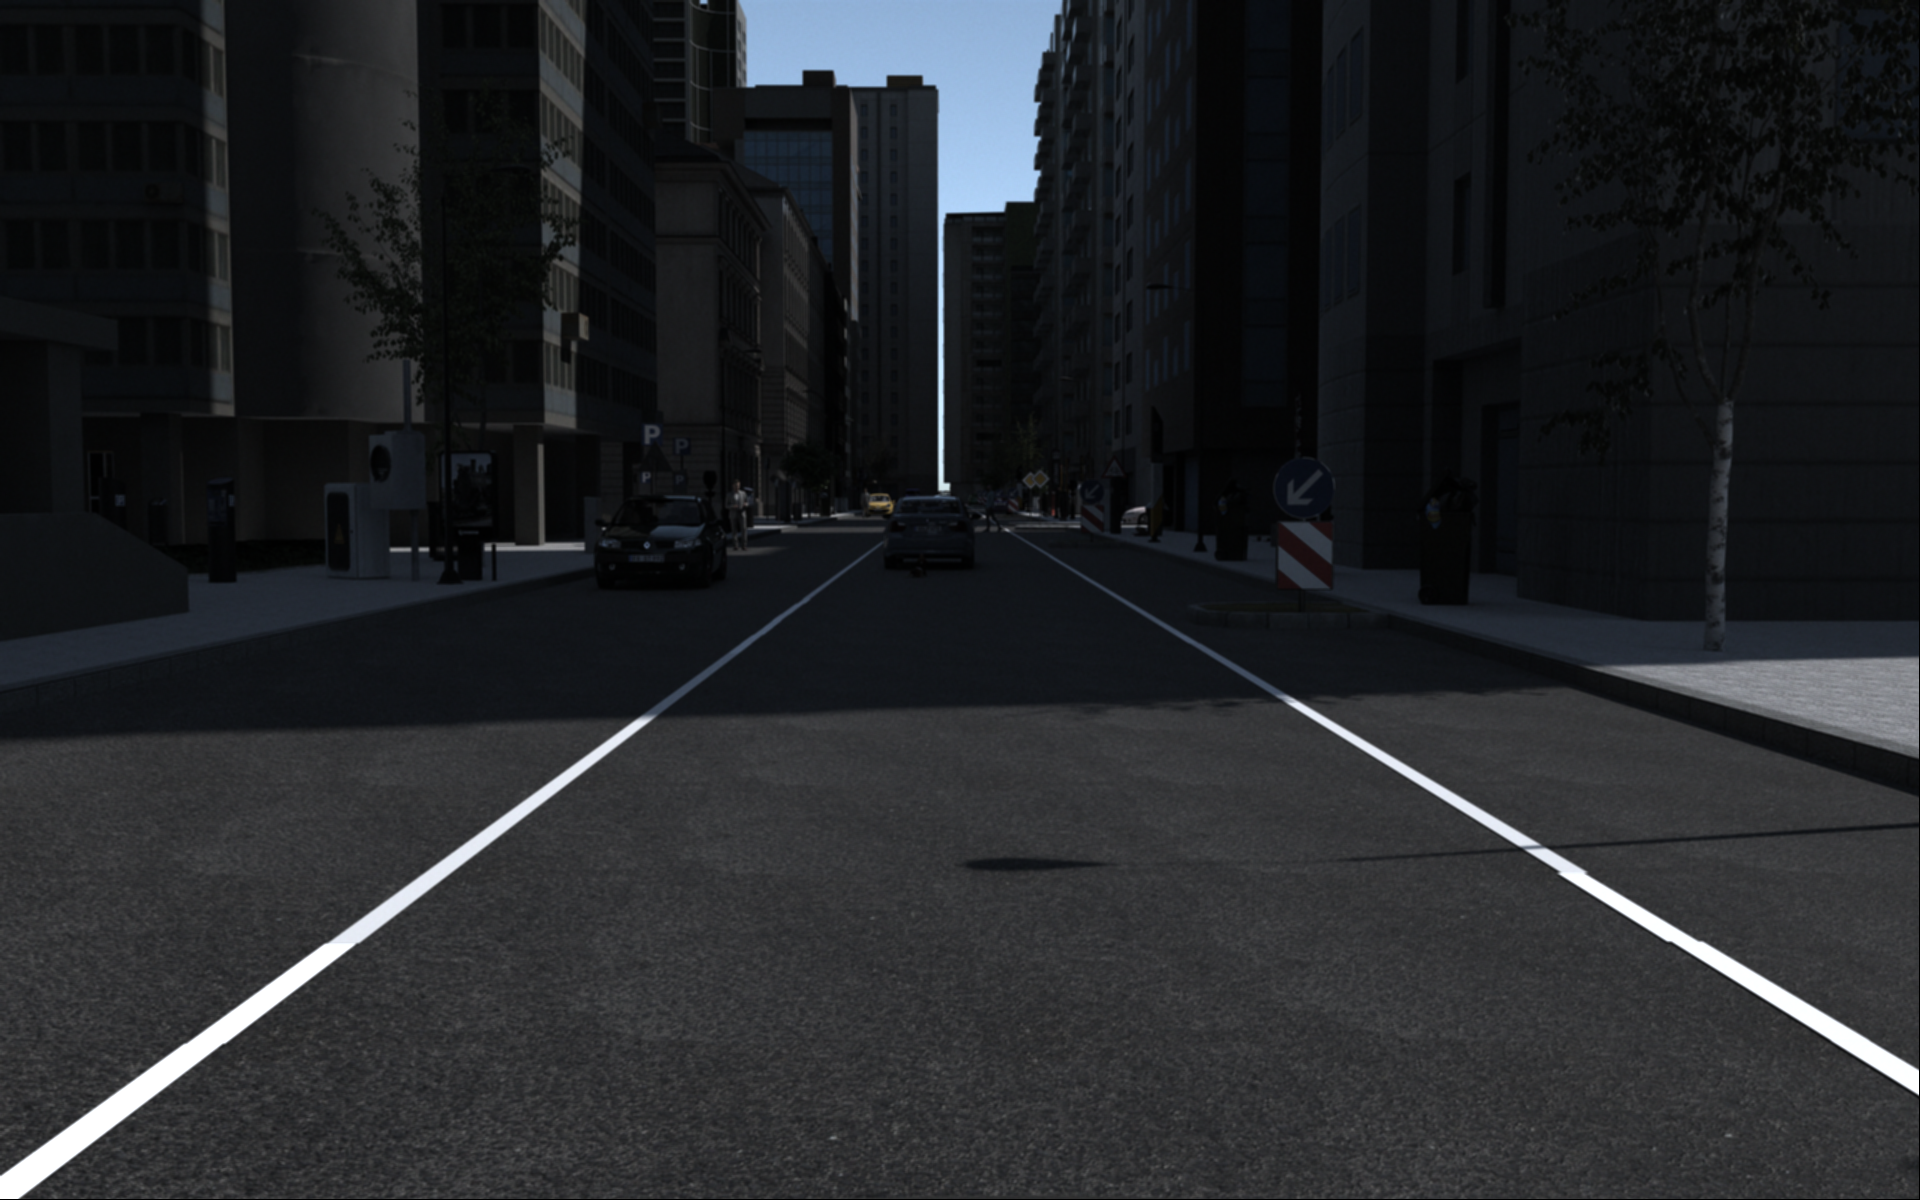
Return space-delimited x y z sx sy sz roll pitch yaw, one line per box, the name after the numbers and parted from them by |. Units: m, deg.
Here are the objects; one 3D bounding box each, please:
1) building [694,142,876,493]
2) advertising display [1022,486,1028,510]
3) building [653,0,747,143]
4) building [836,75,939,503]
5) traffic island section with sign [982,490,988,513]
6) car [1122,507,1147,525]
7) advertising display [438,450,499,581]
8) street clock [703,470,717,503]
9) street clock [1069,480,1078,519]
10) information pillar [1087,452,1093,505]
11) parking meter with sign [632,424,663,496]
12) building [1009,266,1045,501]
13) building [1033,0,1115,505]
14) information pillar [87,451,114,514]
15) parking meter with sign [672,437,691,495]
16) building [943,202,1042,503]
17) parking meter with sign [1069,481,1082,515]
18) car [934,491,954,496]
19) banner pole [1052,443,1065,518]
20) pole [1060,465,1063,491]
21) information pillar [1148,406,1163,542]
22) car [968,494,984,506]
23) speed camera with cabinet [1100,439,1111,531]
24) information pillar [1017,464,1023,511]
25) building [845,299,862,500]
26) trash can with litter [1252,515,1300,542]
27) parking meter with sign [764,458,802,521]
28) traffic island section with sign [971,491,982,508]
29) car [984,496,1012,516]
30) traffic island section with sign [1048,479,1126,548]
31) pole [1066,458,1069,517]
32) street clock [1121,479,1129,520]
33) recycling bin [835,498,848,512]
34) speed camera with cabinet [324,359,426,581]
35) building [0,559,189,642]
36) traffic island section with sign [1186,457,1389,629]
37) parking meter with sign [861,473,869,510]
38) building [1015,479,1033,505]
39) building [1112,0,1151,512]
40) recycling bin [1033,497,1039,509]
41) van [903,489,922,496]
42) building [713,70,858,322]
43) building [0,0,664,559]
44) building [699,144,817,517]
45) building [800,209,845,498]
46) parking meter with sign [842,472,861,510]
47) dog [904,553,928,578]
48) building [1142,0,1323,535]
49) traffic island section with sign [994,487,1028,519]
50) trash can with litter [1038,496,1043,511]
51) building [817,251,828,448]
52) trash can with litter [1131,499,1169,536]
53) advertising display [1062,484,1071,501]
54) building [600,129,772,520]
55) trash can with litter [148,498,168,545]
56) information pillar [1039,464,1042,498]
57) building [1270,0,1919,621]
-25.328 -34.259 214.763 28.867 44.769 22.147 0 4 0 | building
4.932 -7.951 135.205 0.974 1.923 0.123 -3 5 -43 | advertising display
-41.544 -49.413 246.147 20.611 71.187 20.563 0 4 0 | building
-17.137 -43.126 247.105 28.212 58.520 21.231 0 4 0 | building
2.807 -7.371 129.137 1.989 1.847 2.006 0 4 0 | traffic island section with sign
9.394 -3.805 74.575 4.827 1.381 2.083 0 4 0 | car
-7.289 -1.254 25.715 0.974 1.923 0.123 1 4 20 | advertising display
-7.680 -2.977 53.246 0.358 2.002 0.471 -3 4 -37 | street clock
5.698 -5.080 87.634 0.471 2.002 0.358 3 4 38 | street clock
7.220 -6.421 96.334 0.183 3.616 0.504 -2 4 -35 | information pillar
-7.962 -2.902 43.712 0.543 3.016 1.738 -1 4 -23 | parking meter with sign
13.182 -27.387 219.471 14.160 30.474 14.107 0 4 0 | building
18.845 -33.832 172.755 23.786 49.044 30.456 0 4 0 | building
-14.666 -1.536 29.610 0.304 2.012 0.304 0 4 -1 | information pillar
-8.501 -3.443 52.560 0.543 3.016 1.738 0 4 -4 | parking meter with sign
4.591 -34.289 244.227 14.086 41.232 14.154 0 4 0 | building
7.012 -6.605 104.248 0.543 3.016 1.738 -2 4 -32 | parking meter with sign
-1.804 -11.635 198.912 2.281 1.827 5.304 0 4 -2 | car
4.898 -5.849 85.650 0.863 3.779 0.401 2 4 29 | banner pole
7.087 -7.767 120.828 0.158 3.312 0.155 0 3 0 | pole
5.230 -3.349 46.109 0.183 3.616 0.504 3 4 38 | information pillar
1.972 -12.660 215.787 1.959 1.807 4.718 0 4 -2 | car
5.275 -4.099 61.356 0.660 3.252 2.038 0 4 6 | speed camera with cabinet
4.540 -8.587 131.745 0.504 3.616 0.183 2 4 34 | information pillar
-24.044 -19.678 166.778 27.650 21.520 28.899 0 4 0 | building
8.752 -2.185 46.774 2.233 1.210 1.678 1 4 18 | trash can with litter
-8.467 -5.313 83.129 1.738 3.016 0.543 -2 4 -25 | parking meter with sign
2.446 -10.456 179.581 1.989 1.847 2.006 0 4 0 | traffic island section with sign
2.621 -6.394 117.126 1.945 1.354 3.894 0 4 -2 | car
3.391 -2.329 46.711 1.989 1.847 2.006 0 4 0 | traffic island section with sign
6.103 -6.388 98.290 0.158 3.312 0.155 0 3 0 | pole
8.016 -4.916 84.941 0.471 2.002 0.358 1 4 19 | street clock
-8.339 -6.736 122.681 0.722 1.027 0.722 0 4 7 | recycling bin
-8.765 -1.929 25.875 2.038 3.252 0.660 3 5 43 | speed camera with cabinet
-24.427 -19.489 10.532 32.217 40.220 23.993 0 4 0 | building
3.590 -0.659 19.402 1.989 1.847 2.006 0 4 0 | traffic island section with sign
-8.319 -8.863 141.163 1.738 3.016 0.543 -3 4 -38 | parking meter with sign
22.715 -31.091 200.226 32.217 40.220 23.993 0 4 0 | building
19.084 -39.770 88.490 20.611 71.187 20.563 0 4 0 | building
6.857 -8.494 151.428 0.722 1.027 0.722 -2 4 -34 | recycling bin
-5.732 -12.627 210.841 2.240 2.365 5.245 0 4 -1 | van
-18.317 -32.874 187.602 14.600 45.320 14.200 0 4 0 | building
-21.717 -21.964 50.991 23.993 40.220 32.217 0 4 0 | building
-14.607 -15.762 106.853 9.793 20.994 18.267 0 4 0 | building
-16.106 -19.156 142.882 12.332 23.373 15.834 0 4 0 | building
-8.852 -8.526 135.660 1.738 3.016 0.543 0 4 7 | parking meter with sign
-0.788 -0.602 30.043 0.748 0.427 0.550 -2 4 -34 | dog
14.042 -25.025 59.272 14.600 45.320 14.200 0 4 0 | building
3.001 -5.722 102.182 1.989 1.847 2.006 0 4 0 | traffic island section with sign
6.362 -7.217 129.392 1.055 1.170 0.624 1 4 8 | trash can with litter
-15.012 -16.880 125.147 9.793 20.994 18.267 0 4 0 | building
5.783 -2.529 52.739 1.055 1.170 0.624 -2 4 -31 | trash can with litter
6.872 -6.451 110.684 0.123 1.923 0.974 -3 4 -37 | advertising display
-15.757 -13.667 88.086 10.561 19.102 19.286 0 4 0 | building
-15.300 -1.390 33.788 1.678 1.210 2.233 1 4 9 | trash can with litter
6.224 -8.714 133.824 0.183 3.616 0.504 1 4 13 | information pillar
17.318 -29.831 29.740 21.231 58.520 28.212 0 4 0 | building
